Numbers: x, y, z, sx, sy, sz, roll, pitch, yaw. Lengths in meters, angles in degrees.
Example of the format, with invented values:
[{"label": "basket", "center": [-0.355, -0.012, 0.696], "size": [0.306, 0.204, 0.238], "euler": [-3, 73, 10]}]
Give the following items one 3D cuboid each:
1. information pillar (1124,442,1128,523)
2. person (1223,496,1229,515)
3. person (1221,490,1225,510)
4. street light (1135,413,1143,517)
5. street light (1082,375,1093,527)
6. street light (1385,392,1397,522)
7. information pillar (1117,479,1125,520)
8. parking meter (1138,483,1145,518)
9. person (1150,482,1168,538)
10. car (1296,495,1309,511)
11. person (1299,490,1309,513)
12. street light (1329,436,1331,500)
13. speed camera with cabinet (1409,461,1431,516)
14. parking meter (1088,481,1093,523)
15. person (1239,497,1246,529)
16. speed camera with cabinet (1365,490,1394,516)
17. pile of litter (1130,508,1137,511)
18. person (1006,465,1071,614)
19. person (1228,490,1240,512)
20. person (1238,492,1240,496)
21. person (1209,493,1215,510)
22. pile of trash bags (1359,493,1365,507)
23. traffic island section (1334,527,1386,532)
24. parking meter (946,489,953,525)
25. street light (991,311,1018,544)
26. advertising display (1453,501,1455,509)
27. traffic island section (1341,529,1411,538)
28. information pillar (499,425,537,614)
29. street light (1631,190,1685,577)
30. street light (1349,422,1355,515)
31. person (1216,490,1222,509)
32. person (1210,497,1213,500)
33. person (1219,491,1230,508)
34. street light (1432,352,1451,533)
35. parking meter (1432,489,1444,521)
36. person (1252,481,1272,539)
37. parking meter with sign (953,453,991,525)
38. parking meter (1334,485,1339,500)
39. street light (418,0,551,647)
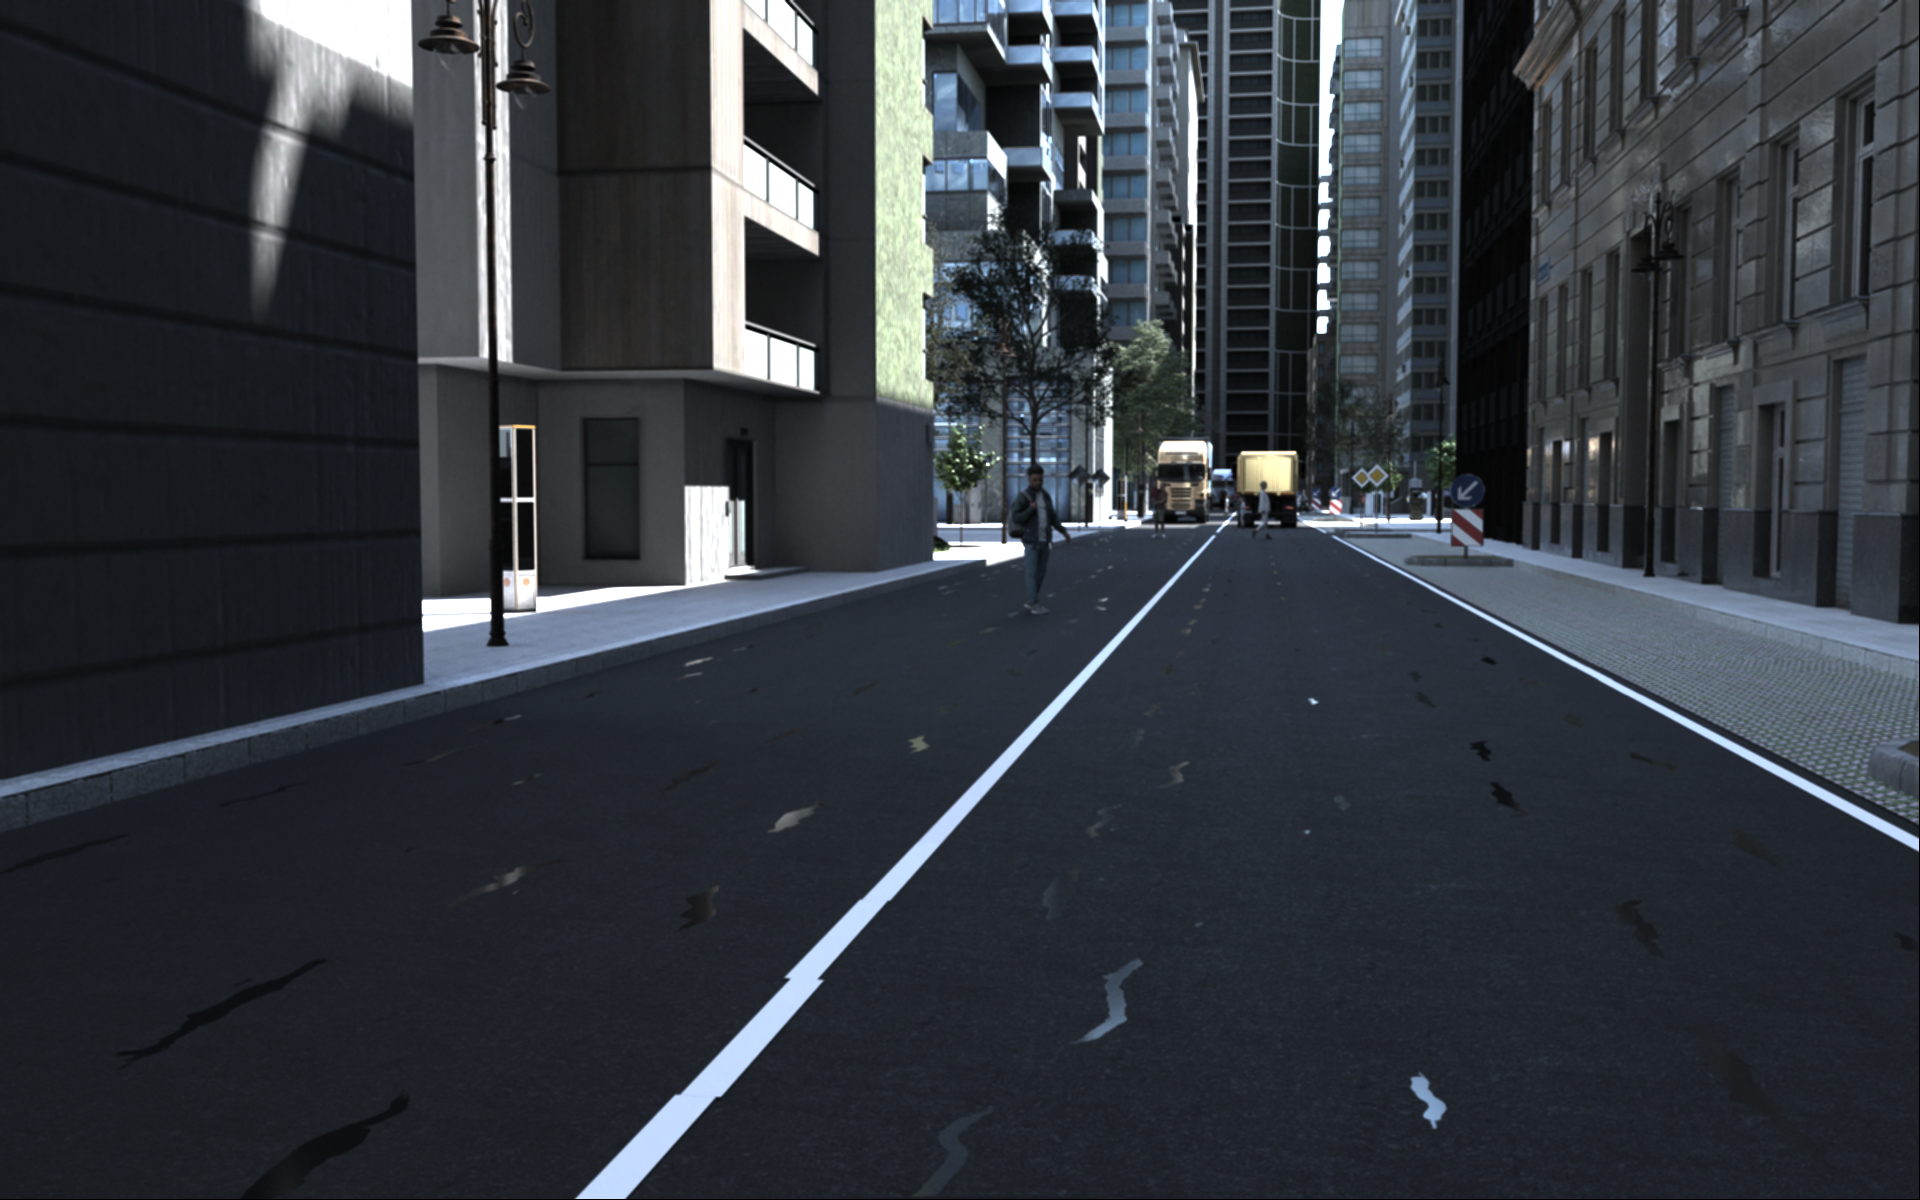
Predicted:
[{"label": "information pillar", "center": [7.487, -5.307, 78.125], "size": [0.183, 3.616, 0.504], "euler": [0, 4, 3]}, {"label": "person", "center": [18.407, -6.540, 119.705], "size": [0.394, 1.301, 0.425], "euler": [0, 4, 6]}, {"label": "person", "center": [24.345, -9.280, 160.366], "size": [0.705, 1.807, 1.348], "euler": [0, 4, 1]}, {"label": "street light", "center": [9.947, -7.564, 96.461], "size": [0.468, 5.910, 1.993], "euler": [1, 4, 10]}, {"label": "street light", "center": [4.901, -5.761, 66.974], "size": [0.468, 5.910, 1.993], "euler": [1, 4, 10]}, {"label": "street light", "center": [19.577, -6.490, 78.902], "size": [0.468, 5.910, 1.993], "euler": [1, 4, 10]}, {"label": "information pillar", "center": [8.089, -5.044, 86.968], "size": [0.304, 2.012, 0.304], "euler": [3, 5, 41]}, {"label": "parking meter", "center": [9.756, -5.348, 93.155], "size": [0.255, 1.863, 0.399], "euler": [1, 4, 23]}, {"label": "person", "center": [6.534, -2.976, 57.128], "size": [0.580, 1.828, 0.573], "euler": [-1, 4, -12]}, {"label": "car", "center": [29.557, -8.525, 151.750], "size": [2.083, 1.381, 4.827], "euler": [0, 4, 8]}, {"label": "person", "center": [26.123, -7.495, 131.448], "size": [0.834, 1.777, 0.661], "euler": [2, 4, 27]}, {"label": "street light", "center": [29.584, -10.132, 138.439], "size": [0.468, 5.910, 1.993], "euler": [1, 4, 10]}, {"label": "speed camera with cabinet", "center": [27.798, -6.652, 103.102], "size": [2.038, 3.252, 0.660], "euler": [2, 4, 26]}, {"label": "parking meter", "center": [5.689, -4.280, 75.684], "size": [0.255, 1.863, 0.399], "euler": [0, 4, 1]}, {"label": "person", "center": [11.713, -3.616, 71.899], "size": [0.394, 1.301, 0.425], "euler": [-1, 4, -17]}, {"label": "speed camera with cabinet", "center": [24.829, -6.611, 102.426], "size": [2.038, 3.252, 0.660], "euler": [-3, 4, -38]}, {"label": "pile of litter", "center": [13.429, -7.058, 129.357], "size": [1.176, 0.858, 1.719], "euler": [-1, 4, -21]}, {"label": "person", "center": [0.908, -0.732, 20.822], "size": [0.721, 1.781, 0.623], "euler": [3, 5, 39]}, {"label": "person", "center": [22.634, -8.136, 142.237], "size": [1.217, 1.743, 0.721], "euler": [0, 4, 4]}, {"label": "person", "center": [24.088, -8.531, 148.702], "size": [0.721, 1.735, 1.217], "euler": [1, 4, 9]}, {"label": "person", "center": [22.811, -9.131, 157.802], "size": [1.348, 1.822, 0.705], "euler": [-3, 5, -40]}, {"label": "pile of trash bags", "center": [30.644, -7.690, 135.486], "size": [3.447, 1.369, 1.912], "euler": [-3, 5, -42]}, {"label": "traffic island section", "center": [15.114, -2.621, 65.136], "size": [2.009, 0.180, 2.903], "euler": [1, 4, 10]}, {"label": "parking meter", "center": [-0.431, -4.088, 72.543], "size": [0.255, 1.863, 0.399], "euler": [0, 4, 3]}, {"label": "street light", "center": [1.128, -4.353, 43.963], "size": [0.468, 5.910, 1.993], "euler": [1, 4, 10]}, {"label": "advertising display", "center": [22.257, -4.352, 76.368], "size": [0.974, 1.923, 0.123], "euler": [2, 4, 33]}, {"label": "traffic island section", "center": [13.782, -2.140, 57.262], "size": [2.009, 0.180, 2.903], "euler": [1, 4, 10]}, {"label": "information pillar", "center": [-4.797, -0.871, 18.728], "size": [0.304, 2.012, 0.304], "euler": [2, 4, 35]}, {"label": "street light", "center": [10.709, -3.299, 26.729], "size": [0.468, 5.910, 1.993], "euler": [1, 4, 10]}, {"label": "street light", "center": [24.570, -8.298, 108.456], "size": [0.468, 5.910, 1.993], "euler": [1, 4, 10]}, {"label": "person", "center": [25.268, -9.727, 167.544], "size": [0.705, 1.823, 1.348], "euler": [-3, 5, -42]}, {"label": "person", "center": [21.265, -8.499, 148.240], "size": [0.721, 1.735, 1.217], "euler": [3, 5, 44]}, {"label": "person", "center": [24.817, -9.364, 162.322], "size": [1.217, 1.743, 0.721], "euler": [3, 4, 37]}, {"label": "street light", "center": [15.662, -5.118, 56.464], "size": [0.468, 5.910, 1.993], "euler": [1, 4, 10]}, {"label": "parking meter", "center": [22.985, -4.563, 83.018], "size": [0.372, 1.533, 0.369], "euler": [0, 3, 0]}, {"label": "person", "center": [9.579, -2.848, 54.940], "size": [0.818, 1.842, 0.514], "euler": [-1, 4, -17]}, {"label": "parking meter with sign", "center": [0.493, -4.661, 72.461], "size": [1.738, 3.016, 0.543], "euler": [-3, 5, -43]}, {"label": "parking meter", "center": [25.112, -6.712, 115.451], "size": [0.255, 1.863, 0.399], "euler": [0, 4, 5]}, {"label": "street light", "center": [-3.912, -2.550, 14.475], "size": [0.468, 5.910, 1.993], "euler": [1, 4, 10]}]
